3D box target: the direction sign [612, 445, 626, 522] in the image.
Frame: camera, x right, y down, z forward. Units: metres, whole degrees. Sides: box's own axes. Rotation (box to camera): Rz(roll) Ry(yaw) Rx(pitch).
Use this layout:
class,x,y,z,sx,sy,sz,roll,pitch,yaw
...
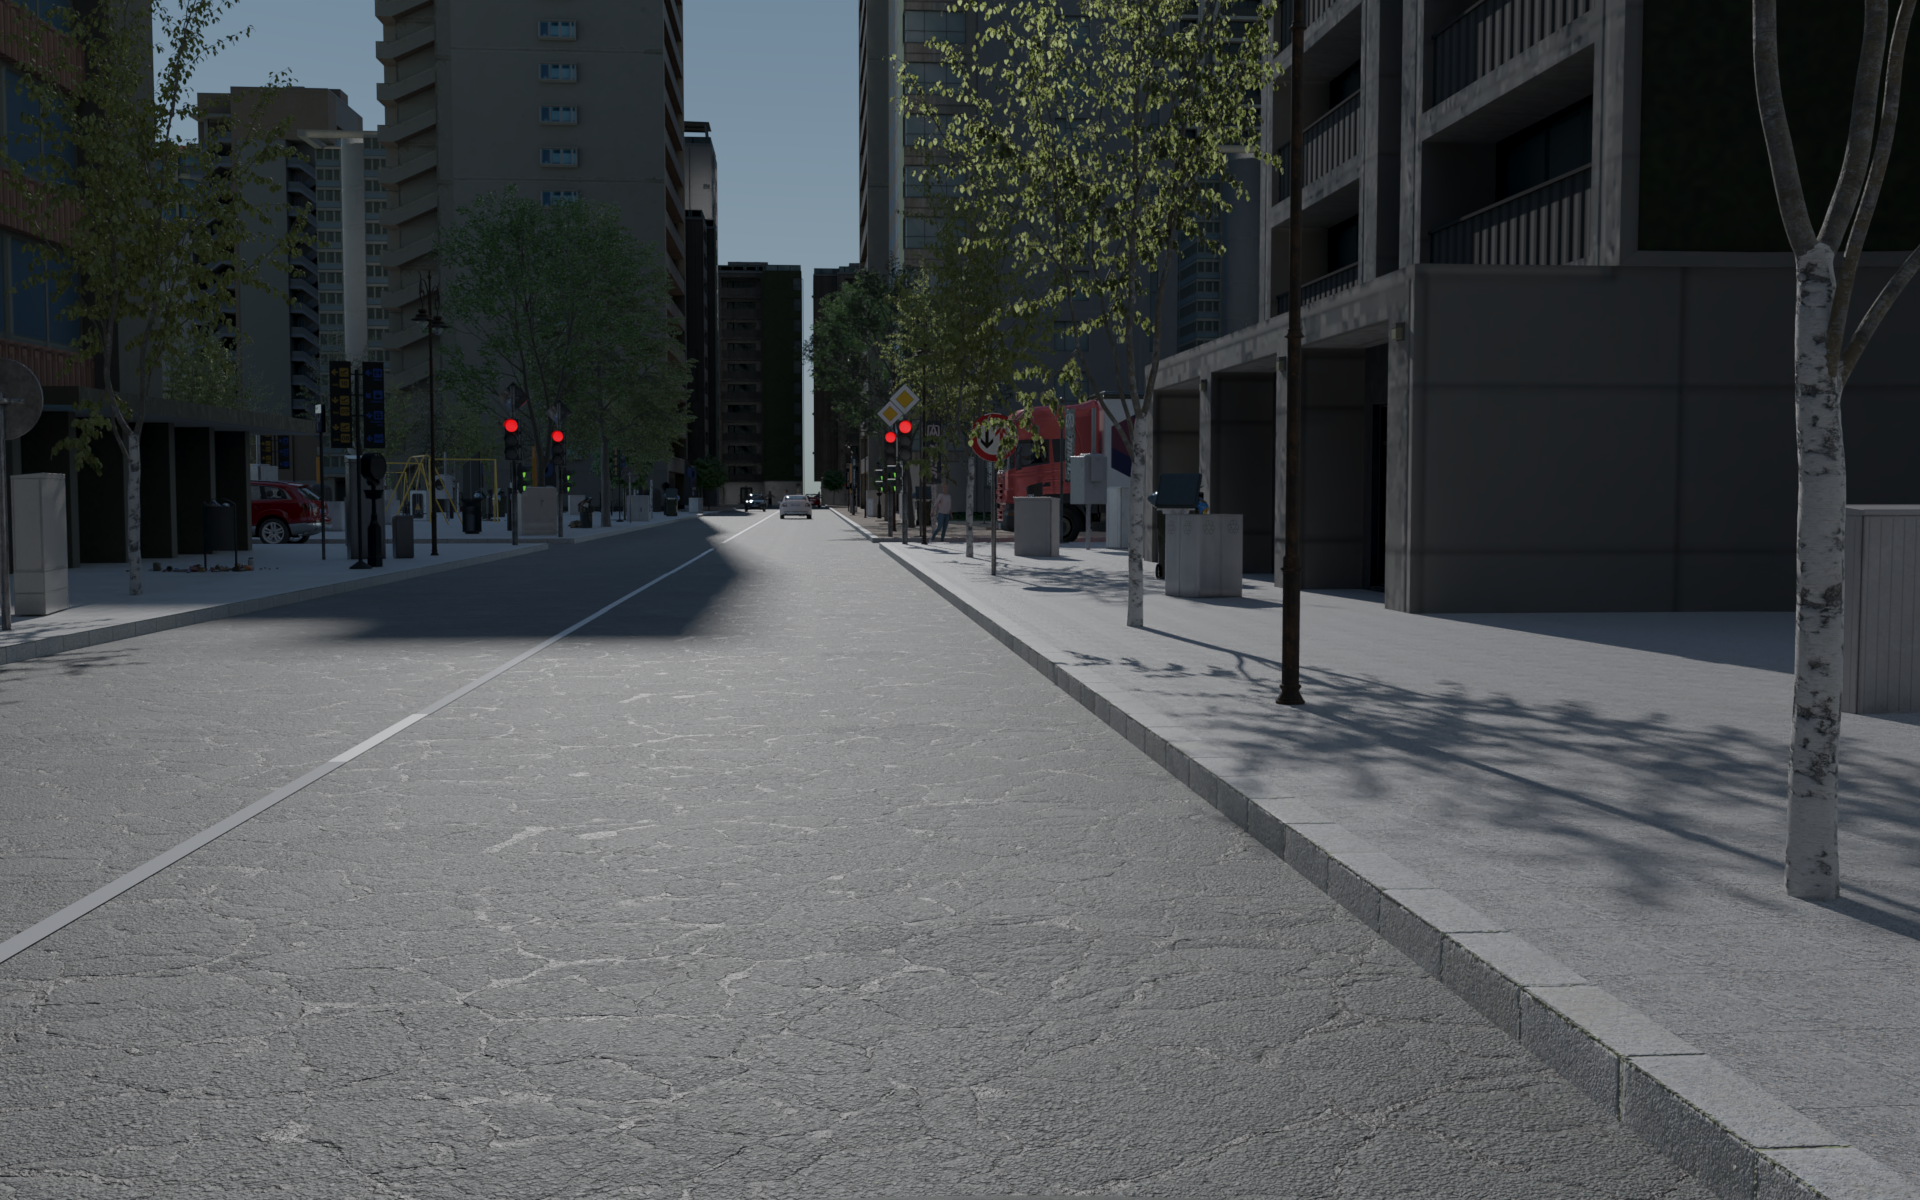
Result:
class,x,y,z,sx,sy,sz,roll,pitch,yaw
direction sign,-15.625,-5.348,79.441,0.876,3.537,0.379,3,4,38

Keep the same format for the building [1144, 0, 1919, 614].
class,x,y,z,sx,sy,sz,roll,pitch,yaw
building,14.591,-35.691,21.797,20.563,71.187,20.611,0,4,-5

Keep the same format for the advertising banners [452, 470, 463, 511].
class,x,y,z,sx,sy,sz,roll,pitch,yaw
advertising banners,-35.717,-7.778,123.364,0.090,3.025,2.074,1,4,9

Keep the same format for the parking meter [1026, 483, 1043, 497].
class,x,y,z,sx,sy,sz,roll,pitch,yaw
parking meter,1.634,-1.815,38.091,0.372,1.533,0.369,0,3,0

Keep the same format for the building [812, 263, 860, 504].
class,x,y,z,sx,sy,sz,roll,pitch,yaw
building,-11.681,-27.395,219.613,14.107,30.474,14.160,0,4,-5

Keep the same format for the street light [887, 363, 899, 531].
class,x,y,z,sx,sy,sz,roll,pitch,yaw
street light,-2.260,-5.299,59.424,0.468,5.910,1.993,0,4,-5

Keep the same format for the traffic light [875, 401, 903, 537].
class,x,y,z,sx,sy,sz,roll,pitch,yaw
traffic light,-2.122,-3.869,52.176,0.839,4.253,0.868,0,4,-5

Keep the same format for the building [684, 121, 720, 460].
class,x,y,z,sx,sy,sz,roll,pitch,yaw
building,-33.872,-31.076,191.692,14.086,41.232,14.154,0,4,-5

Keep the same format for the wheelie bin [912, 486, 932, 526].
class,x,y,z,sx,sy,sz,roll,pitch,yaw
wheelie bin,-1.525,-3.802,70.063,0.980,1.594,0.693,-1,4,-10

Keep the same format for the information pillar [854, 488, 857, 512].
class,x,y,z,sx,sy,sz,roll,pitch,yaw
information pillar,-7.338,-7.128,121.029,0.304,2.012,0.304,0,4,5

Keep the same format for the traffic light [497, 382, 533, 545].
class,x,y,z,sx,sy,sz,roll,pitch,yaw
traffic light,-11.152,-3.330,43.361,0.839,4.253,0.868,0,4,-5

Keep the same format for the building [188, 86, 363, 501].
class,x,y,z,sx,sy,sz,roll,pitch,yaw
building,-73.273,-32.867,187.491,14.200,45.320,14.600,0,4,-5

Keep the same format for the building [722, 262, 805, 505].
class,x,y,z,sx,sy,sz,roll,pitch,yaw
building,-26.753,-27.321,218.395,14.107,30.474,14.160,0,4,-5

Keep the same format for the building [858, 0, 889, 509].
class,x,y,z,sx,sy,sz,roll,pitch,yaw
building,2.898,-31.499,138.713,21.300,48.544,21.600,0,4,-5

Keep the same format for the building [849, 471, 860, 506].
class,x,y,z,sx,sy,sz,roll,pitch,yaw
building,-1.824,-45.980,190.031,20.563,71.187,20.611,0,4,-5

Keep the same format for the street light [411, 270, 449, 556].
class,x,y,z,sx,sy,sz,roll,pitch,yaw
street light,-10.970,-3.865,35.985,0.468,5.910,1.993,0,4,-5

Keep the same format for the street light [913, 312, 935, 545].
class,x,y,z,sx,sy,sz,roll,pitch,yaw
street light,-0.908,-4.349,43.900,0.468,5.910,1.993,0,4,-5

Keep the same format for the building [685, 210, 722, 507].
class,x,y,z,sx,sy,sz,roll,pitch,yaw
building,-31.784,-24.623,174.286,14.160,30.474,14.107,0,4,-5

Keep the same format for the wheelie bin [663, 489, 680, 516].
class,x,y,z,sx,sy,sz,roll,pitch,yaw
wheelie bin,-16.573,-5.599,99.452,0.980,1.594,0.693,0,4,-5

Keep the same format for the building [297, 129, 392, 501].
class,x,y,z,sx,sy,sz,roll,pitch,yaw
building,-52.398,-29.923,181.122,23.993,40.220,32.217,0,4,-5

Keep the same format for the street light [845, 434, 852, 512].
class,x,y,z,sx,sy,sz,roll,pitch,yaw
street light,-8.155,-9.415,126.730,0.468,5.910,1.993,0,4,-5

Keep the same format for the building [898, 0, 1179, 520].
class,x,y,z,sx,sy,sz,roll,pitch,yaw
building,3.615,-25.055,93.245,14.154,41.232,14.086,0,4,-5

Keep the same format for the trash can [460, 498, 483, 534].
class,x,y,z,sx,sy,sz,roll,pitch,yaw
trash can,-15.698,-2.694,55.694,0.748,1.137,0.748,0,3,0

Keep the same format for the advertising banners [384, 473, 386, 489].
class,x,y,z,sx,sy,sz,roll,pitch,yaw
advertising banners,-33.349,-6.338,99.821,0.090,3.025,2.074,0,4,-1

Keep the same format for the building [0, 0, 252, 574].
class,x,y,z,sx,sy,sz,roll,pitch,yaw
building,-28.743,-22.884,28.776,28.867,44.769,22.147,0,4,-5

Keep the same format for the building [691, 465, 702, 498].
class,x,y,z,sx,sy,sz,roll,pitch,yaw
building,-34.009,-43.866,155.458,20.563,71.187,20.611,0,4,-5

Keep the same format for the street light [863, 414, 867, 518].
class,x,y,z,sx,sy,sz,roll,pitch,yaw
street light,-5.085,-7.344,92.856,0.468,5.910,1.993,0,4,-5

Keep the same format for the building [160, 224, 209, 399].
class,x,y,z,sx,sy,sz,roll,pitch,yaw
building,-87.430,-25.423,187.367,14.107,30.474,14.160,0,4,-5

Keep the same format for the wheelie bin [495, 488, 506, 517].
class,x,y,z,sx,sy,sz,roll,pitch,yaw
wheelie bin,-25.552,-5.390,96.039,0.693,1.594,0.980,-2,4,-35

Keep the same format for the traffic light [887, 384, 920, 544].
class,x,y,z,sx,sy,sz,roll,pitch,yaw
traffic light,-1.428,-3.382,44.220,0.839,4.253,0.868,0,4,-5

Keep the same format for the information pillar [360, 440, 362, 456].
class,x,y,z,sx,sy,sz,roll,pitch,yaw
information pillar,-23.283,-4.639,67.196,0.183,3.616,0.504,-2,4,-31

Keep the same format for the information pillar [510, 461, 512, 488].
class,x,y,z,sx,sy,sz,roll,pitch,yaw
information pillar,-32.228,-8.131,124.304,0.183,3.616,0.504,-1,4,-21

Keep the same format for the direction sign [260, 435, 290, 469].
class,x,y,z,sx,sy,sz,roll,pitch,yaw
direction sign,-21.607,-3.834,54.685,0.876,3.537,0.379,0,4,-6

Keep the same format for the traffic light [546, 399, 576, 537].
class,x,y,z,sx,sy,sz,roll,pitch,yaw
traffic light,-11.845,-3.816,51.316,0.839,4.253,0.868,0,4,-5

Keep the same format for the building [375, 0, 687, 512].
class,x,y,z,sx,sy,sz,roll,pitch,yaw
building,-32.944,-31.278,135.096,21.300,48.544,21.600,0,4,-5

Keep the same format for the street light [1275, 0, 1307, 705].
class,x,y,z,sx,sy,sz,roll,pitch,yaw
street light,2.023,-2.302,10.433,0.468,5.910,1.993,0,4,-5

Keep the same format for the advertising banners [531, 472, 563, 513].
class,x,y,z,sx,sy,sz,roll,pitch,yaw
advertising banners,-24.702,-6.557,103.394,2.074,3.025,0.090,1,4,13

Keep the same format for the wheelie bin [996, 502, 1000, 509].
class,x,y,z,sx,sy,sz,roll,pitch,yaw
wheelie bin,1.856,-3.972,72.848,0.693,1.594,0.980,1,4,13

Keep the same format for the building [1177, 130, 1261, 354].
class,x,y,z,sx,sy,sz,roll,pitch,yaw
building,34.851,-30.365,188.344,23.993,40.220,32.217,0,4,-5

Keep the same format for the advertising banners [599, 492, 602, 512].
class,x,y,z,sx,sy,sz,roll,pitch,yaw
advertising banners,-24.939,-7.672,121.619,0.090,3.025,2.074,1,4,9

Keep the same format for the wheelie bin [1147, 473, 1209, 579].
class,x,y,z,sx,sy,sz,roll,pitch,yaw
wheelie bin,3.315,-1.122,26.250,0.980,1.594,0.693,1,4,21

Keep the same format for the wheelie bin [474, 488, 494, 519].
class,x,y,z,sx,sy,sz,roll,pitch,yaw
wheelie bin,-24.278,-4.903,88.071,0.693,1.594,0.980,0,4,5

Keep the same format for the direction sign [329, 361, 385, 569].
class,x,y,z,sx,sy,sz,roll,pitch,yaw
direction sign,-10.283,-2.301,29.615,0.876,3.537,0.379,-1,4,-19

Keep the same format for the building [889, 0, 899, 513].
class,x,y,z,sx,sy,sz,roll,pitch,yaw
building,2.503,-28.446,115.209,14.600,45.320,14.200,0,4,-5
